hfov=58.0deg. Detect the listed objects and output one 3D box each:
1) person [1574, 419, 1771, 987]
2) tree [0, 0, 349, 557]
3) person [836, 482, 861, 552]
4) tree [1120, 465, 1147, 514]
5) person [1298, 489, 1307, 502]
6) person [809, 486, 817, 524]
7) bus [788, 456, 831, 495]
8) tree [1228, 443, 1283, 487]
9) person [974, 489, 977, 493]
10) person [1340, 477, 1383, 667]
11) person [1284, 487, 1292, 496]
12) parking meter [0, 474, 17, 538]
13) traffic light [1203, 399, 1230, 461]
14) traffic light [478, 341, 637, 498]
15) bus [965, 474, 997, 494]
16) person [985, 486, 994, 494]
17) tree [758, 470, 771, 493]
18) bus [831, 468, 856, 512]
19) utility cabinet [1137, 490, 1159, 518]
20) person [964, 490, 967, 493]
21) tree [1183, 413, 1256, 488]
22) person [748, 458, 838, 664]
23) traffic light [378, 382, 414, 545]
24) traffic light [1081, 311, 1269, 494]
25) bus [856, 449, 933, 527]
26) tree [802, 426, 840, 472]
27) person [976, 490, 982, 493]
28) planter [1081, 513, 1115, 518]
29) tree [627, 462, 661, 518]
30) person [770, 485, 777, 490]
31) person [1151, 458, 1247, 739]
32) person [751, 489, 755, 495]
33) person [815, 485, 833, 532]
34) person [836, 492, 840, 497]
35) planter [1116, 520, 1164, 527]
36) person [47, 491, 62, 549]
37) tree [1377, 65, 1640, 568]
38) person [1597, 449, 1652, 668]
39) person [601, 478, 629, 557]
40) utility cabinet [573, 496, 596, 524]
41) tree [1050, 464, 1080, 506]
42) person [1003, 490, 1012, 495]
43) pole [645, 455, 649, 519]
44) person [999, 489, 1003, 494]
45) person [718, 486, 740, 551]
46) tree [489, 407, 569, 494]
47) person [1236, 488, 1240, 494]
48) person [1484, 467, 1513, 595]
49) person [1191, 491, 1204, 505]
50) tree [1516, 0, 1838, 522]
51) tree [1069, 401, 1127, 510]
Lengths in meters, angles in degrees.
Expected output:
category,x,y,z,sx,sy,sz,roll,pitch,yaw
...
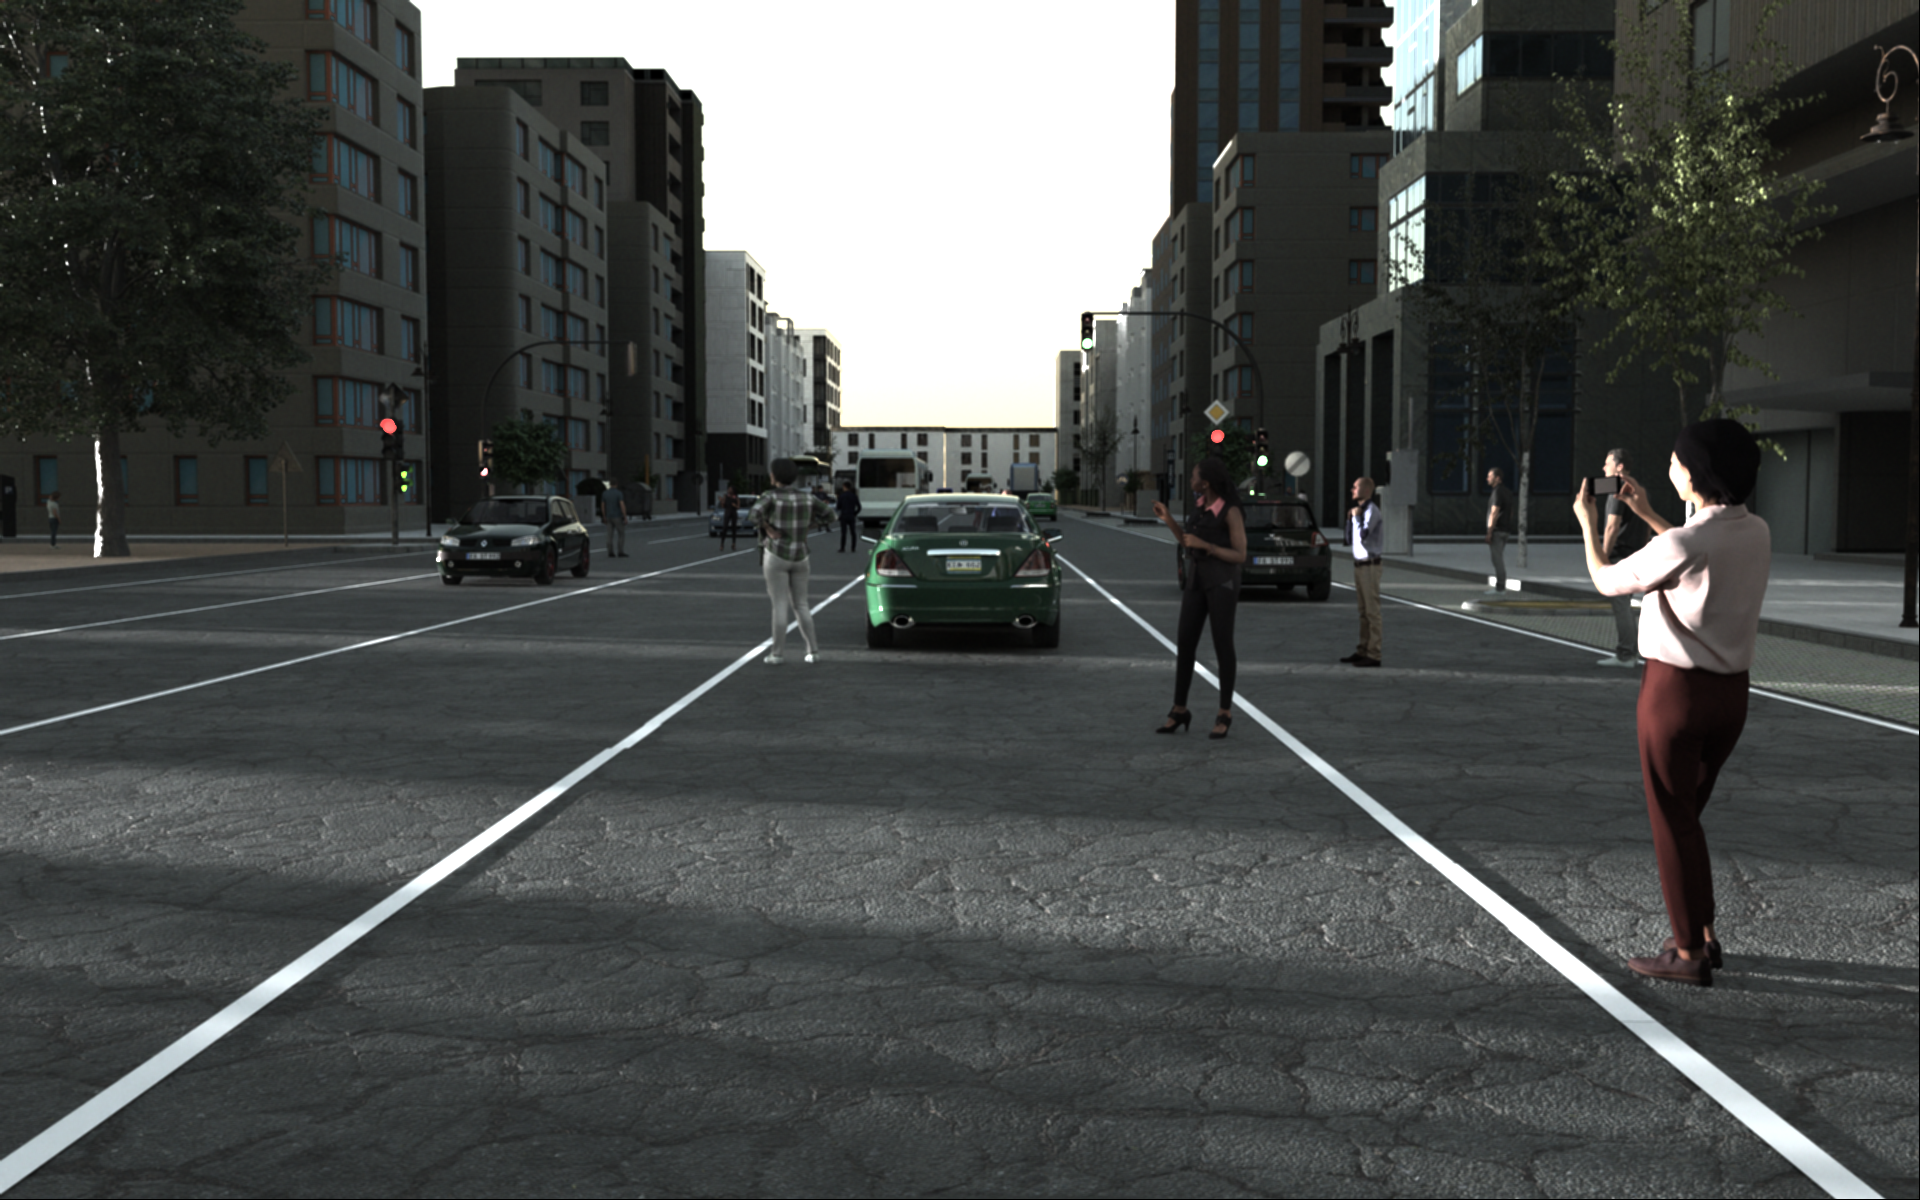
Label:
category,x,y,z,sx,sy,sz,roll,pitch,yaw
person,2.109,0.293,5.169,0.517,1.644,0.566,1,4,13
tree,-17.544,-7.860,35.174,9.857,13.997,8.962,0,3,0
person,-2.793,-2.061,42.896,0.576,1.737,0.504,-2,4,-33
tree,11.153,-7.279,113.610,1.663,3.219,1.824,0,3,0
person,10.678,-2.749,54.181,0.628,1.438,0.799,-1,4,-12
person,-6.801,-4.381,80.251,0.598,1.807,0.434,-1,4,-21
bus,-10.214,-7.545,114.909,2.896,3.916,12.252,0,4,0
tree,10.994,-4.305,64.991,1.663,3.219,1.824,0,3,0
person,1.243,-7.823,136.507,0.705,1.812,1.348,-3,4,-39
person,3.379,-0.242,14.522,0.319,1.574,0.516,0,4,5
person,9.832,-2.617,51.522,0.600,1.496,0.574,0,4,1
parking meter,-28.138,-2.785,51.240,0.399,1.863,0.255,-3,4,-36
traffic light,7.559,-3.815,51.289,0.839,4.253,0.868,0,4,1
traffic light,-12.028,-4.702,51.542,4.771,5.953,1.251,0,4,1
bus,1.931,-10.260,162.611,2.948,3.499,13.247,0,4,2
person,1.108,-3.544,67.167,0.841,1.734,0.376,1,4,13
tree,-15.245,-8.711,137.033,1.663,3.219,1.824,0,3,0
bus,-6.569,-7.414,116.077,2.948,3.499,13.247,0,4,2
utility cabinet,10.099,-5.172,93.246,1.173,1.500,0.318,-1,4,-19
person,0.417,-7.991,139.598,0.683,1.767,0.568,3,5,40
tree,10.701,-5.261,69.723,4.285,4.588,4.351,0,3,0
person,-1.453,-0.332,14.646,0.841,1.734,0.376,-2,4,-30
traffic light,-14.217,-3.341,43.547,0.839,4.253,0.868,0,4,1
traffic light,5.370,-4.191,43.188,4.771,5.953,1.251,0,4,1
bus,-2.876,-5.055,77.503,2.948,3.499,13.247,0,4,1
tree,-14.871,-14.467,186.891,4.360,8.622,3.978,0,3,0
person,0.755,-3.636,69.661,0.593,1.614,0.444,-1,4,-11
planter,8.216,-5.030,103.372,1.991,0.319,1.994,0,4,1
tree,-16.491,-5.918,91.362,1.663,3.219,1.824,0,3,0
person,-4.624,-2.080,43.239,0.841,1.734,0.376,1,4,9
person,1.400,-0.015,10.223,0.593,1.643,0.415,1,4,17
person,-17.254,-8.368,143.580,0.721,1.743,1.217,1,4,13
person,-5.135,-3.455,65.438,0.683,1.767,0.568,-3,4,-38
person,-7.054,-5.378,98.795,0.453,1.535,0.546,1,4,22
planter,7.889,-3.359,76.059,1.991,0.319,1.994,0,4,1
person,-21.269,-1.880,40.695,0.435,1.345,0.340,2,4,25
tree,9.742,-4.885,30.235,4.360,8.622,3.978,0,3,0
person,5.505,-0.355,14.436,0.598,1.807,0.434,-2,4,-31
person,-7.845,-1.885,39.454,0.598,1.807,0.434,2,4,28
utility cabinet,-16.062,-3.849,74.090,1.020,1.237,0.306,2,4,29
tree,11.485,-12.627,190.159,4.285,4.588,4.351,0,3,0
person,0.612,-0.857,25.208,0.574,1.496,0.600,1,4,12
pole,-16.118,-5.837,89.278,0.158,3.312,0.155,0,3,0
person,2.353,-5.469,98.737,0.655,1.722,0.431,1,4,11
person,-5.864,-2.084,44.036,0.415,1.643,0.593,3,5,40
tree,-16.391,-4.992,65.331,4.285,4.588,4.351,0,3,0
person,12.089,-4.174,75.107,0.655,1.722,0.431,-3,5,-41
person,7.632,-0.979,24.642,0.598,1.807,0.434,-3,5,-42
person,10.102,-4.150,73.763,0.709,1.838,0.599,3,5,40
tree,10.304,-4.533,24.482,4.737,8.622,4.395,0,3,0
tree,10.903,-11.339,135.757,4.360,8.622,3.978,0,3,0
